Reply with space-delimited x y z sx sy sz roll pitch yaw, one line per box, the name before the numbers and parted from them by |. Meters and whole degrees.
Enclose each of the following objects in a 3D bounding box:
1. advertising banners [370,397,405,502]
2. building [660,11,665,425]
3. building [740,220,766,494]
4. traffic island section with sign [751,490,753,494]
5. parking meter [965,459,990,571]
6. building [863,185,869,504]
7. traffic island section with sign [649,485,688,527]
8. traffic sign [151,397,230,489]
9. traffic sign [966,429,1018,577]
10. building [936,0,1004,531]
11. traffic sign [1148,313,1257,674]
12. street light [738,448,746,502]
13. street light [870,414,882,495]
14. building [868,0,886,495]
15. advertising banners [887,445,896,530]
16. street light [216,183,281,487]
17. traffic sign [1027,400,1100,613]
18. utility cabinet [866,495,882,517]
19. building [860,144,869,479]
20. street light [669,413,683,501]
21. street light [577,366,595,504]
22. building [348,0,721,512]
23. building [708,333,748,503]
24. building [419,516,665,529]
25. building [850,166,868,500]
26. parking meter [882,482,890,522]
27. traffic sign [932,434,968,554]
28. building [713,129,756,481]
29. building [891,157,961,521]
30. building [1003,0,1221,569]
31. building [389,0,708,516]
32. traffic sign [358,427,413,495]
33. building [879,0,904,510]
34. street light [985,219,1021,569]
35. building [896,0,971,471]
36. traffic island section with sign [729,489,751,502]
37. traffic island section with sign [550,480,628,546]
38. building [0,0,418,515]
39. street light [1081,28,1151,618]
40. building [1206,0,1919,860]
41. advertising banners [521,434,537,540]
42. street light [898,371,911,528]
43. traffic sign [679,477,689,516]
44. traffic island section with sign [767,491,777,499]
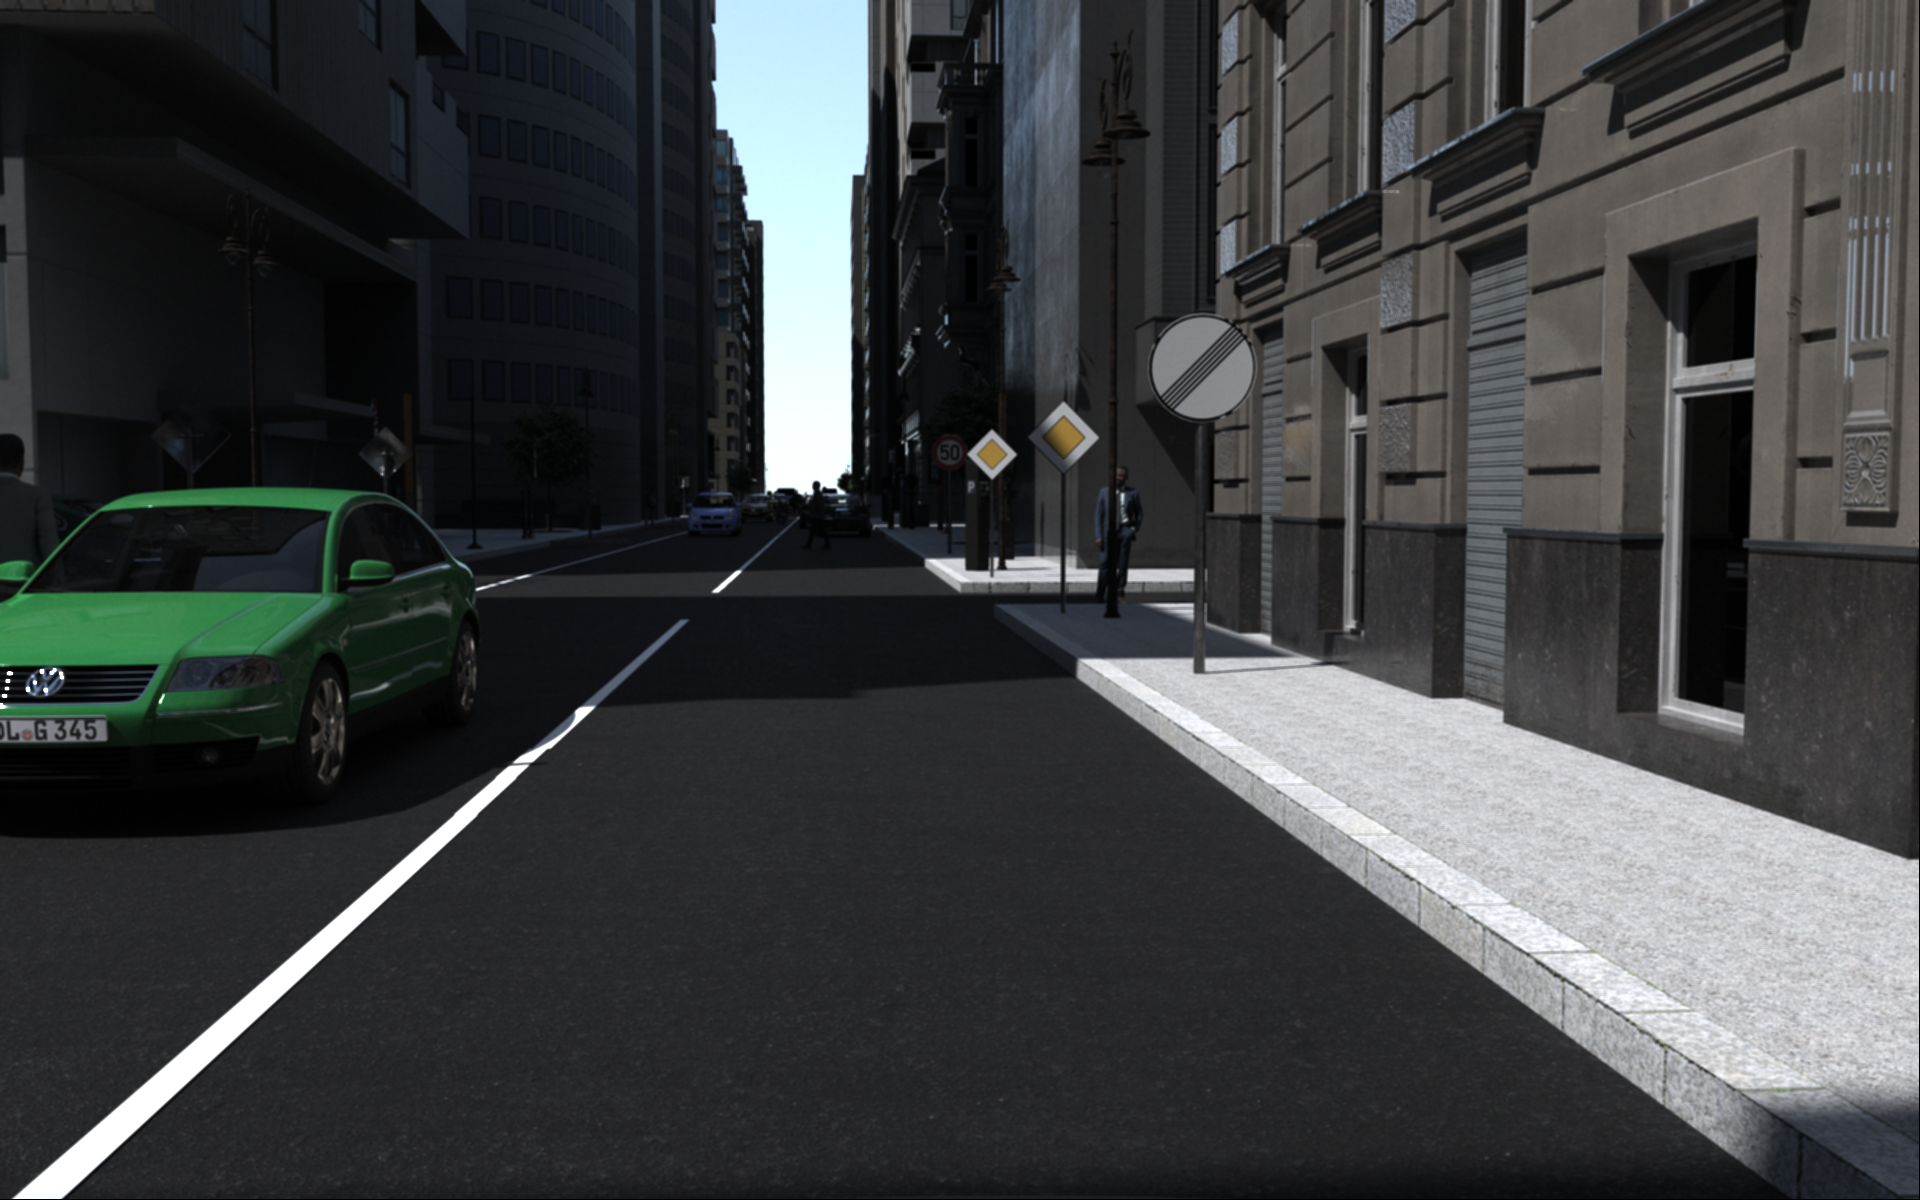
advertising banners | -10.709 -2.215 32.401 0.090 3.025 2.074 0 4 -3
building | -26.029 -27.941 106.944 14.600 45.320 14.200 0 4 -4
building | -35.628 -34.696 250.865 14.154 41.232 14.086 0 4 -4
traffic island section with sign | -18.466 -8.806 152.602 1.989 1.847 2.006 0 4 -4
parking meter | 0.294 -1.422 28.961 0.255 1.863 0.399 -3 4 -39
building | -5.978 -33.546 232.069 14.154 41.232 14.086 0 4 -4
traffic island section with sign | -12.466 -4.089 75.480 1.989 1.847 2.006 0 4 -4
traffic sign | -7.960 -0.875 17.947 0.795 2.450 0.064 0 4 -4
traffic sign | 0.489 -1.404 26.591 0.795 2.450 0.064 0 4 -4
building | 6.430 -15.036 64.925 14.460 24.649 34.723 0 4 -4
traffic sign | 1.710 -0.746 12.308 0.768 2.556 0.104 0 4 2
street light | -22.024 -12.306 173.991 0.468 5.910 1.993 0 4 -4
street light | -4.793 -7.819 100.633 0.468 5.910 1.993 0 4 -4
building | 1.911 -37.941 162.341 21.231 58.520 28.212 0 4 -4
advertising banners | -2.476 -4.070 62.734 0.090 3.025 2.074 -1 4 -9
street light | -10.684 -3.265 26.170 0.468 5.910 1.993 0 4 -4
traffic sign | 1.108 -0.917 18.629 0.795 2.450 0.064 0 4 -4
utility cabinet | -4.638 -5.153 95.405 1.020 1.237 0.306 0 4 -3
building | -0.126 -36.109 209.988 23.786 49.044 30.456 0 4 -4
street light | -16.286 -7.699 98.669 0.468 5.910 1.993 0 4 -4
street light | -13.437 -5.484 62.449 0.468 5.910 1.993 0 4 -4
building | -35.932 -34.633 155.491 28.713 52.752 27.495 0 4 -4
building | -38.970 -21.661 199.200 27.650 21.520 28.899 0 4 -4
building | -24.650 -32.495 73.290 21.231 58.520 28.212 0 4 -4
building | -4.914 -38.313 250.120 21.300 48.544 21.600 0 4 -4
parking meter | -3.458 -4.607 81.033 0.399 1.863 0.255 0 4 0
traffic sign | -0.222 -2.261 37.072 0.768 2.556 0.104 0 4 -3
building | -39.306 -37.213 228.045 23.786 49.044 30.456 0 4 -4
building | 1.997 -13.902 91.925 10.561 19.102 19.286 0 4 -4
building | 16.438 -13.226 35.317 30.058 24.678 14.314 0 4 -4
building | -30.288 -35.807 127.441 21.231 58.520 28.212 0 4 -4
traffic sign | -8.580 -1.362 25.908 0.795 2.450 0.064 0 4 -4
building | 0.662 -30.049 141.417 14.600 45.320 14.200 0 4 -4
street light | 0.717 -3.464 29.421 0.468 5.910 1.993 0 4 -4
building | 9.451 -32.501 120.635 28.713 52.752 27.495 0 4 -4
traffic island section with sign | -16.335 -7.138 125.337 1.989 1.847 2.006 0 4 -4
traffic island section with sign | -10.380 -2.445 48.605 1.989 1.847 2.006 0 4 -4
building | -26.738 -27.411 37.410 28.713 52.752 27.495 0 4 -4
street light | 1.581 -2.755 17.830 0.468 5.910 1.993 0 4 -4
building | 9.015 -12.695 4.830 12.463 27.353 25.104 0 4 -4
advertising banners | -12.341 -3.274 49.715 0.090 3.025 2.074 0 4 -2
street light | -2.080 -5.646 65.093 0.468 5.910 1.993 0 4 -4
traffic sign | -16.082 -6.043 100.940 0.606 2.300 0.079 0 4 4
traffic island section with sign | -24.816 -13.806 234.350 1.989 1.847 2.006 0 4 -4
